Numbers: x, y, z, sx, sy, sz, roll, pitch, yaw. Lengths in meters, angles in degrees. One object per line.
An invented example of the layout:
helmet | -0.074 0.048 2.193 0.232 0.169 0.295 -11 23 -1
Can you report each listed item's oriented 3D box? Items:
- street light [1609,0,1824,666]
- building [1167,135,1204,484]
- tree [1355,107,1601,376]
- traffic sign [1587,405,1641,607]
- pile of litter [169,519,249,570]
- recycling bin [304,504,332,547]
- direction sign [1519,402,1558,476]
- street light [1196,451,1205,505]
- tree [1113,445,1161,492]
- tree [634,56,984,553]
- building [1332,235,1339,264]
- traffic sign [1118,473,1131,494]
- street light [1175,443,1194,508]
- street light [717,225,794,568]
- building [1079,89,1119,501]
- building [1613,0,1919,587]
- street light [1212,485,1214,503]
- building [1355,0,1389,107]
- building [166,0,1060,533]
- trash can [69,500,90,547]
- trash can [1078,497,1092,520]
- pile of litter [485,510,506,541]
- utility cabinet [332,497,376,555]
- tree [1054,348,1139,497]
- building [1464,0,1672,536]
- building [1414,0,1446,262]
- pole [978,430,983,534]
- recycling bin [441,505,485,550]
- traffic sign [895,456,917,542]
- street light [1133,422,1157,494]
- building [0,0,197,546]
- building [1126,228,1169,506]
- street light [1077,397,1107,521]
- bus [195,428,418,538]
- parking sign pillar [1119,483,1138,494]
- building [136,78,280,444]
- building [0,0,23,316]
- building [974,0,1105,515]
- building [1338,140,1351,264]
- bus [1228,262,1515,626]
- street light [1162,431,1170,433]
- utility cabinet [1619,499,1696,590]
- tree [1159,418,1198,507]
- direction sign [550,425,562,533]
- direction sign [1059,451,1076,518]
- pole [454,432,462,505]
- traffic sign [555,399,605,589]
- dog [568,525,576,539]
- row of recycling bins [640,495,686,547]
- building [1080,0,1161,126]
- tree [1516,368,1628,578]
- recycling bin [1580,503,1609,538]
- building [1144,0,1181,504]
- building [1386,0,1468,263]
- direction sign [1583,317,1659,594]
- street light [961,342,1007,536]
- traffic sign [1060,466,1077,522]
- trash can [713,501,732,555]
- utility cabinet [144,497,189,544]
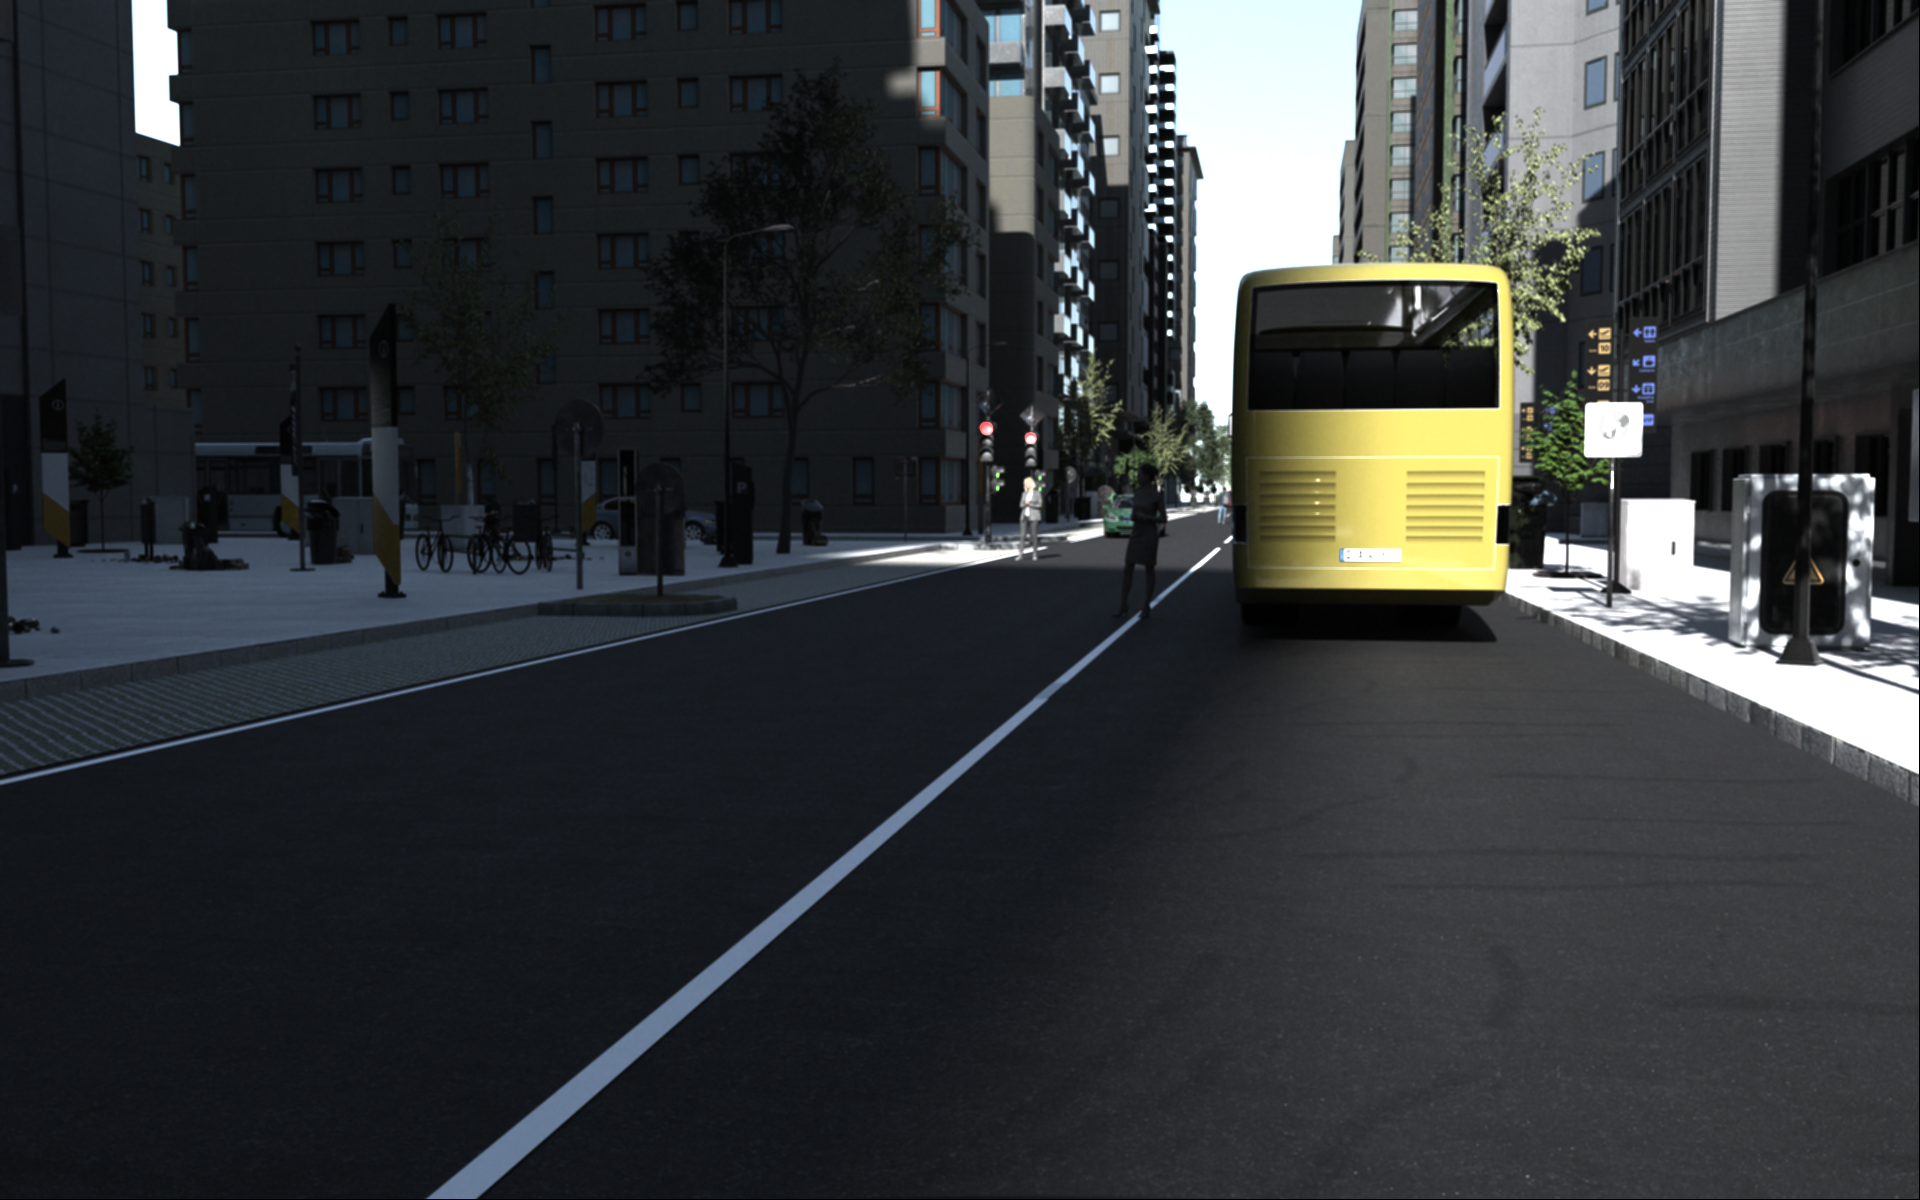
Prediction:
street light | 5.825 -2.476 13.029 1.470 5.913 1.316 1 4 11
building | 21.366 -40.993 259.470 28.713 52.752 27.495 1 4 11
tree | 10.030 -5.059 33.085 4.737 8.622 4.395 0 3 0
traffic sign | 7.347 -1.064 19.532 0.606 2.300 0.079 1 4 11
pile of litter | -12.875 -0.960 29.669 1.176 0.858 1.719 -3 4 -36
recycling bin | -15.549 -1.827 42.430 0.722 1.027 0.722 2 4 35
direction sign | 14.287 -3.109 42.836 0.876 3.537 0.379 2 4 26
street light | 25.800 -13.134 187.273 1.470 5.913 1.316 1 4 11
tree | 11.875 -8.103 116.195 4.285 4.588 4.351 0 3 0
tree | -3.516 -6.273 36.970 7.601 10.594 8.767 2 4 24
building | 65.426 -36.028 272.644 14.154 41.232 14.086 1 4 11
traffic sign | 10.058 -6.481 106.070 0.768 2.556 0.104 1 4 19
street light | 20.282 -11.343 157.994 1.470 5.913 1.316 1 4 11
street light | -3.546 -3.523 30.138 1.470 5.913 1.316 1 4 11
building | -2.303 -27.546 142.265 32.217 40.220 23.993 1 4 11
building | 18.719 -12.465 22.870 14.314 24.678 30.058 1 4 11
street light | 30.073 -14.537 210.222 1.470 5.913 1.316 1 4 11
building | 46.453 -32.481 154.766 21.300 48.544 21.600 1 4 11
building | -11.421 -13.911 72.480 27.650 21.520 28.899 1 4 11
trash can | -21.627 -1.873 42.279 0.748 1.137 0.748 0 3 0
trash can | 6.212 -4.570 86.369 0.748 1.137 0.748 0 3 0
pile of litter | -13.058 -2.053 47.539 1.176 0.858 1.719 -2 4 -32
utility cabinet | -12.812 -1.569 36.814 1.020 1.237 0.306 1 4 13
tree | 6.212 -8.420 88.023 4.737 8.622 4.395 0 3 0
building | 32.683 -31.559 57.988 28.212 58.520 21.231 1 4 11
building | 34.343 -27.612 101.569 14.600 45.320 14.200 1 4 11
pole | 0.665 -3.765 55.408 0.158 3.312 0.155 0 3 0
recycling bin | -11.485 -1.681 40.031 0.722 1.027 0.722 2 4 25
traffic sign | -1.462 -2.716 46.530 0.606 2.300 0.079 1 4 15
street light | 11.854 -8.564 112.568 1.470 5.913 1.316 1 4 11
building | -33.725 -36.747 39.059 20.611 71.187 20.563 1 4 11
building | 14.996 -25.432 187.510 14.160 30.474 14.107 1 4 11
street light | 6.380 -6.777 83.337 1.470 5.913 1.316 1 4 11
bus | -22.639 -3.598 53.689 13.247 3.499 2.948 1 4 12
parking sign pillar | 11.997 -8.244 123.260 1.447 3.967 1.447 1 4 21
building | -53.975 -14.557 83.046 28.899 21.520 27.650 1 4 11
building | -23.956 -23.827 9.180 23.786 49.044 30.456 1 4 11
building | -3.495 -29.897 108.420 23.786 49.044 30.456 1 4 11
building | 60.012 -36.700 223.753 21.300 48.544 21.600 1 4 11
bus | 4.758 -1.850 21.796 2.896 3.916 12.252 1 4 9
street light | 14.877 -9.537 128.472 1.470 5.913 1.316 1 4 11
utility cabinet | 9.400 -0.750 23.428 1.020 1.237 0.306 -1 4 -11
tree | 21.256 -13.265 167.248 4.360 8.622 3.978 0 3 0
direction sign | -13.319 -3.978 57.035 0.379 3.537 0.876 0 4 -4
direction sign | 5.693 -6.099 91.710 0.876 3.537 0.379 0 4 -4
pole | -16.480 -3.858 56.921 0.158 3.312 0.155 0 3 0
traffic sign | -5.127 -1.417 23.281 0.768 2.556 0.104 1 4 20
dog | -11.402 -1.976 51.601 0.406 0.507 0.540 1 4 10
row of recycling bins | -7.318 -2.111 41.634 1.069 1.692 3.534 -1 4 -22
building | 4.022 -35.370 167.537 28.713 52.752 27.495 1 4 11
tree | 9.532 -1.963 26.704 1.663 3.219 1.824 0 3 0
recycling bin | 18.652 -2.344 50.874 0.722 1.027 0.722 2 4 26
building | 18.582 -56.010 228.433 22.319 86.520 31.000 1 4 11
building | 40.858 -27.749 137.289 14.154 41.232 14.086 1 4 11
direction sign | 8.514 -1.858 22.376 0.876 3.537 0.379 2 4 23
street light | 0.760 -4.936 53.245 1.470 5.913 1.316 1 4 11
traffic sign | 4.946 -4.830 79.083 0.768 2.556 0.104 1 4 18
trash can | -4.882 -1.544 36.898 0.748 1.137 0.748 0 3 0
utility cabinet | -20.228 -2.020 44.185 1.020 1.237 0.306 0 4 -3
